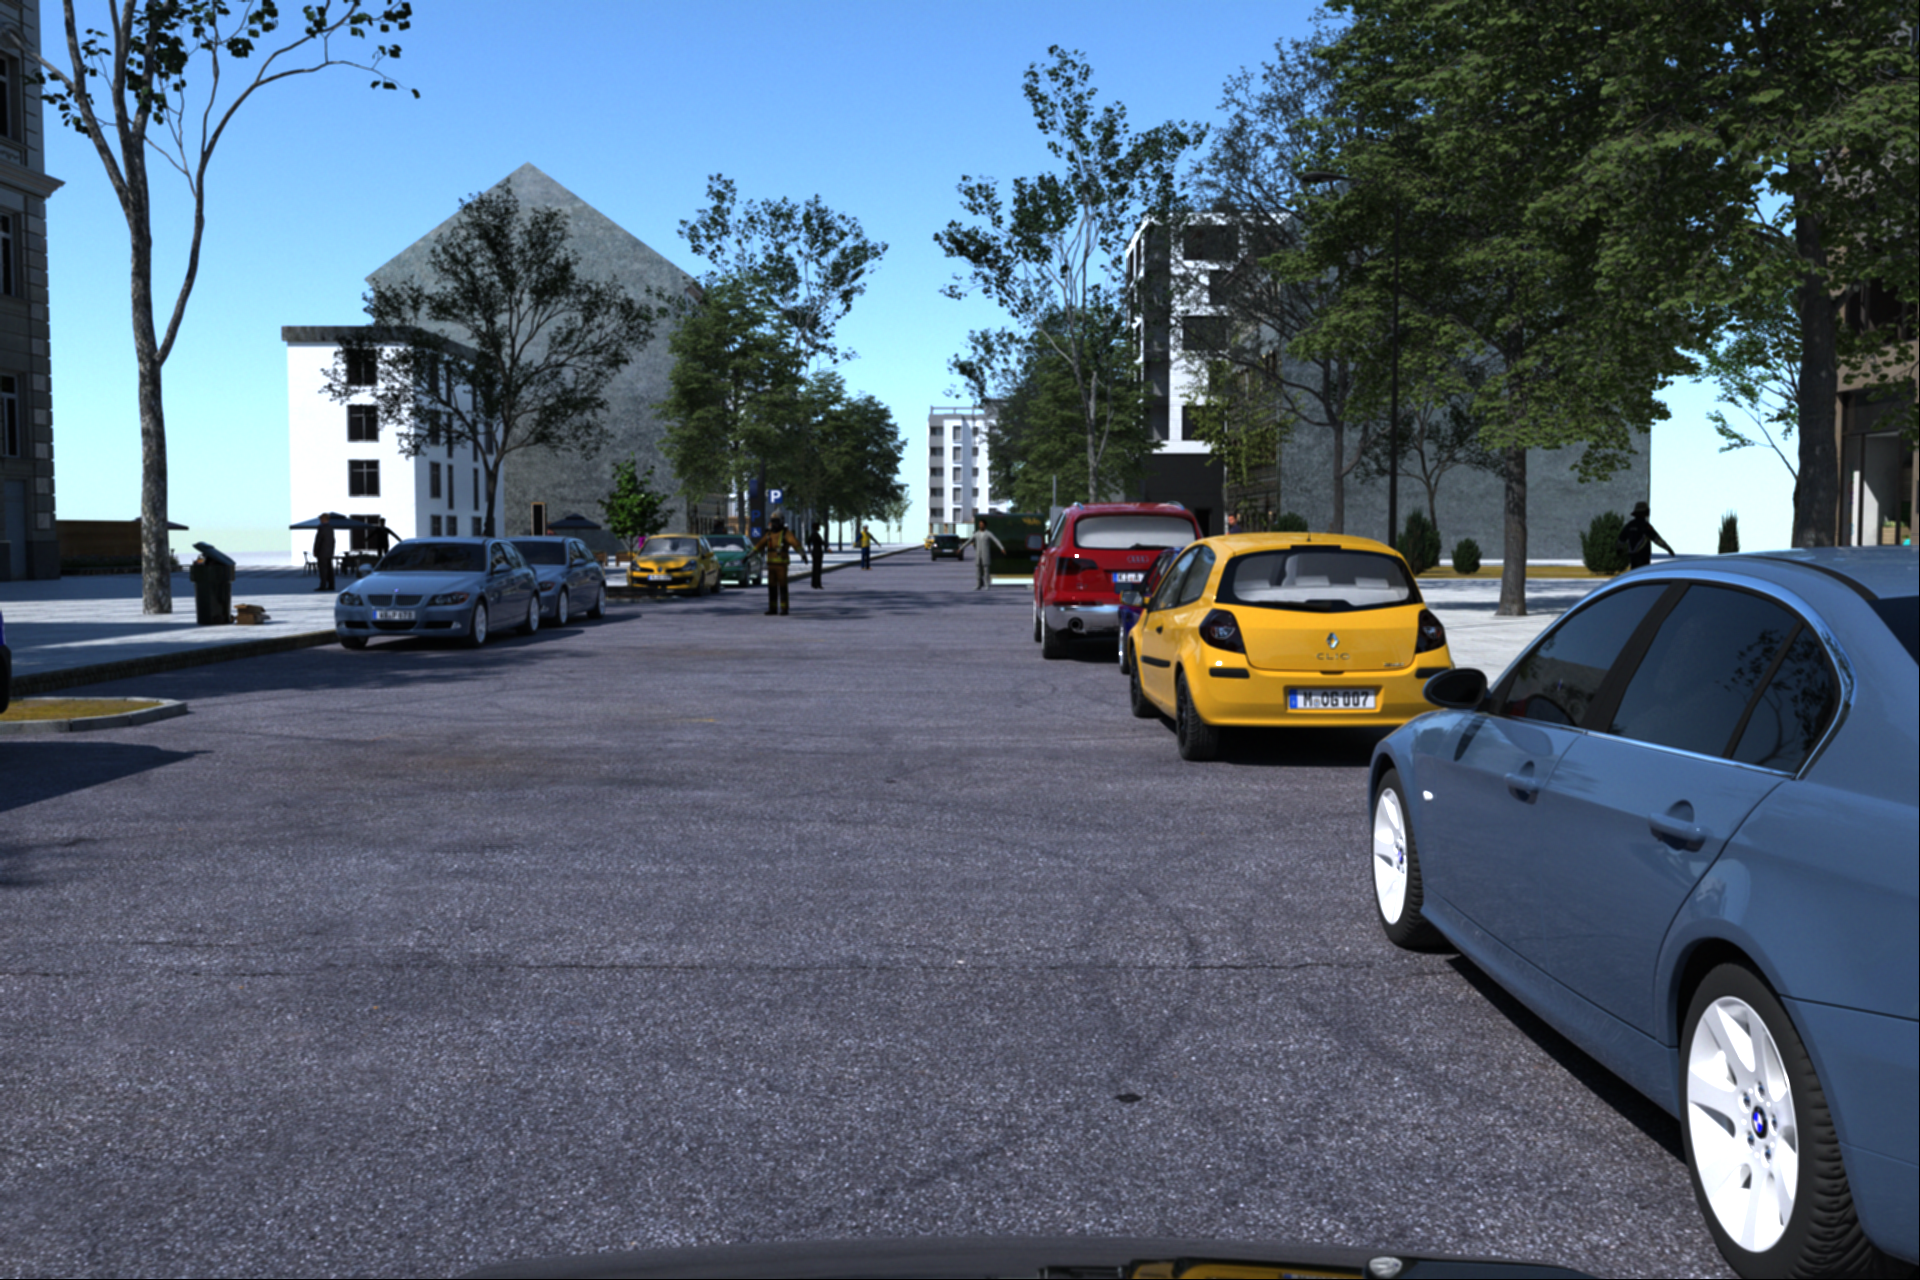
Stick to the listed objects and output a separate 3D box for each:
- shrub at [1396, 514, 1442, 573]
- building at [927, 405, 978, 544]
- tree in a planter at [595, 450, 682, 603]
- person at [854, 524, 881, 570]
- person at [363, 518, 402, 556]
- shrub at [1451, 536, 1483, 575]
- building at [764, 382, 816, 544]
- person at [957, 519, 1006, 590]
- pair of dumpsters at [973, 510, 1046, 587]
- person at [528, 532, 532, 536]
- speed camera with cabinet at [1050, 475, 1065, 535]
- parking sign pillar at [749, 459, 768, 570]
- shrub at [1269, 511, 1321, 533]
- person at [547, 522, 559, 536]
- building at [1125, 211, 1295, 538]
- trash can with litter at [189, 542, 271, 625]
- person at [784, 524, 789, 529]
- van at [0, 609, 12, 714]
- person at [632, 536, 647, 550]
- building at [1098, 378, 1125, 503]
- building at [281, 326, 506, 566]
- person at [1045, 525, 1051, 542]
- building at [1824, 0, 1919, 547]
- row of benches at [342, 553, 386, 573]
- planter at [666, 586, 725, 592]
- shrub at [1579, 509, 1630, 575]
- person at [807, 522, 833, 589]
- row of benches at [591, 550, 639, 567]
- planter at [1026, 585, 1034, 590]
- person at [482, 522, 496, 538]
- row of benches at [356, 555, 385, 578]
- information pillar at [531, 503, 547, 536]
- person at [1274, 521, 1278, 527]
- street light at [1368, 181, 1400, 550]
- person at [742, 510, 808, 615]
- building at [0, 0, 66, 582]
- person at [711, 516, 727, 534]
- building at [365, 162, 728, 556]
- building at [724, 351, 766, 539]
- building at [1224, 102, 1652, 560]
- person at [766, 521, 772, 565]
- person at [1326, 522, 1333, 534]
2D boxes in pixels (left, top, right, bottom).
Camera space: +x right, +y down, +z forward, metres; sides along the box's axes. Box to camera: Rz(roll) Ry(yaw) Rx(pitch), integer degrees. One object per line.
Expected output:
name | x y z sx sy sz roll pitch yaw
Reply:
shrub | 15.234 -3.263 57.764 1.690 2.028 1.600 0 3 0
building | -4.253 -23.643 245.445 11.380 20.090 16.016 0 4 -5
tree in a planter | -7.003 -2.424 36.847 1.991 3.239 1.994 0 4 0
person | -3.766 -3.734 69.484 1.349 1.833 0.705 -3 5 -40
person | -19.914 -3.293 59.777 1.347 1.837 0.705 -1 4 -22
shrub | 16.058 -2.676 54.869 1.383 1.207 1.383 0 3 0
building | -28.005 -21.450 217.159 16.747 18.905 31.486 0 4 1
person | 0.569 -2.184 44.354 1.347 1.806 0.705 1 4 22
pair of dumpsters | 2.572 -2.597 47.409 4.436 2.255 1.574 0 4 -1
person | -17.919 -4.128 73.713 1.346 1.802 0.704 -2 4 -28
speed camera with cabinet | 3.388 -3.866 57.552 0.660 3.252 2.038 0 4 -1
parking sign pillar | -7.187 -4.472 61.589 1.447 3.967 1.447 0 4 -1
shrub | 9.950 -2.911 52.019 1.690 2.028 1.600 0 3 0
person | -14.917 -3.451 63.228 0.721 1.733 1.217 3 5 41
building | 25.743 -17.253 126.057 27.936 21.610 32.646 0 4 0
trash can with litter | -10.344 -0.807 24.583 1.055 1.170 0.624 0 4 0
person | -8.445 -4.704 83.378 0.721 1.772 1.216 0 4 -5
van | -6.967 -0.268 8.766 2.240 2.365 5.245 0 3 0
person | -12.319 -3.521 66.835 0.991 1.433 0.599 3 4 37
building | 24.635 -22.372 196.714 19.493 23.208 18.063 0 4 0
building | -26.547 -8.677 84.012 9.099 9.664 28.070 0 4 0
person | 4.248 -4.508 79.842 1.346 1.812 0.704 1 4 17
building | 26.815 -13.110 17.558 19.350 26.588 34.151 0 4 1
row of benches | -18.400 -2.550 57.161 4.104 0.672 1.422 1 4 14
planter | -7.032 -1.395 43.955 1.991 0.319 1.994 0 4 1
shrub | 20.176 -3.050 53.906 1.661 2.075 1.752 0 3 0
person | -3.669 -2.203 45.203 0.721 1.740 1.216 -2 4 -33
row of benches | -14.453 -3.257 68.710 4.104 0.672 1.422 0 4 -4
planter | 2.714 -1.454 44.905 1.991 0.319 1.994 0 3 0
person | -20.124 -4.152 74.027 0.704 1.843 1.345 1 4 13
row of benches | -15.773 -2.205 51.521 4.104 0.672 1.422 -2 4 -26
information pillar | -9.913 -2.225 40.873 0.304 2.012 0.304 0 4 -1
person | 13.777 -4.259 75.493 0.705 1.847 1.347 3 4 36
street light | 6.154 -3.047 22.356 1.470 5.913 1.316 0 4 0
person | -3.225 -1.366 30.565 1.354 1.858 0.705 2 4 28
building | -31.247 -14.616 36.232 12.463 27.353 25.104 0 4 1
person | -7.621 -2.973 54.383 0.705 1.856 1.354 -2 4 -35
building | -25.522 -17.177 111.769 19.493 23.208 18.063 0 4 0
building | -26.691 -19.811 180.325 16.016 20.090 11.380 0 4 0
building | 25.246 -16.159 95.127 19.493 23.208 18.063 0 4 0
person | -7.769 -3.973 71.138 1.347 1.806 0.705 0 4 -8
person | 16.214 -4.244 75.523 0.705 1.813 1.348 -1 4 -14
